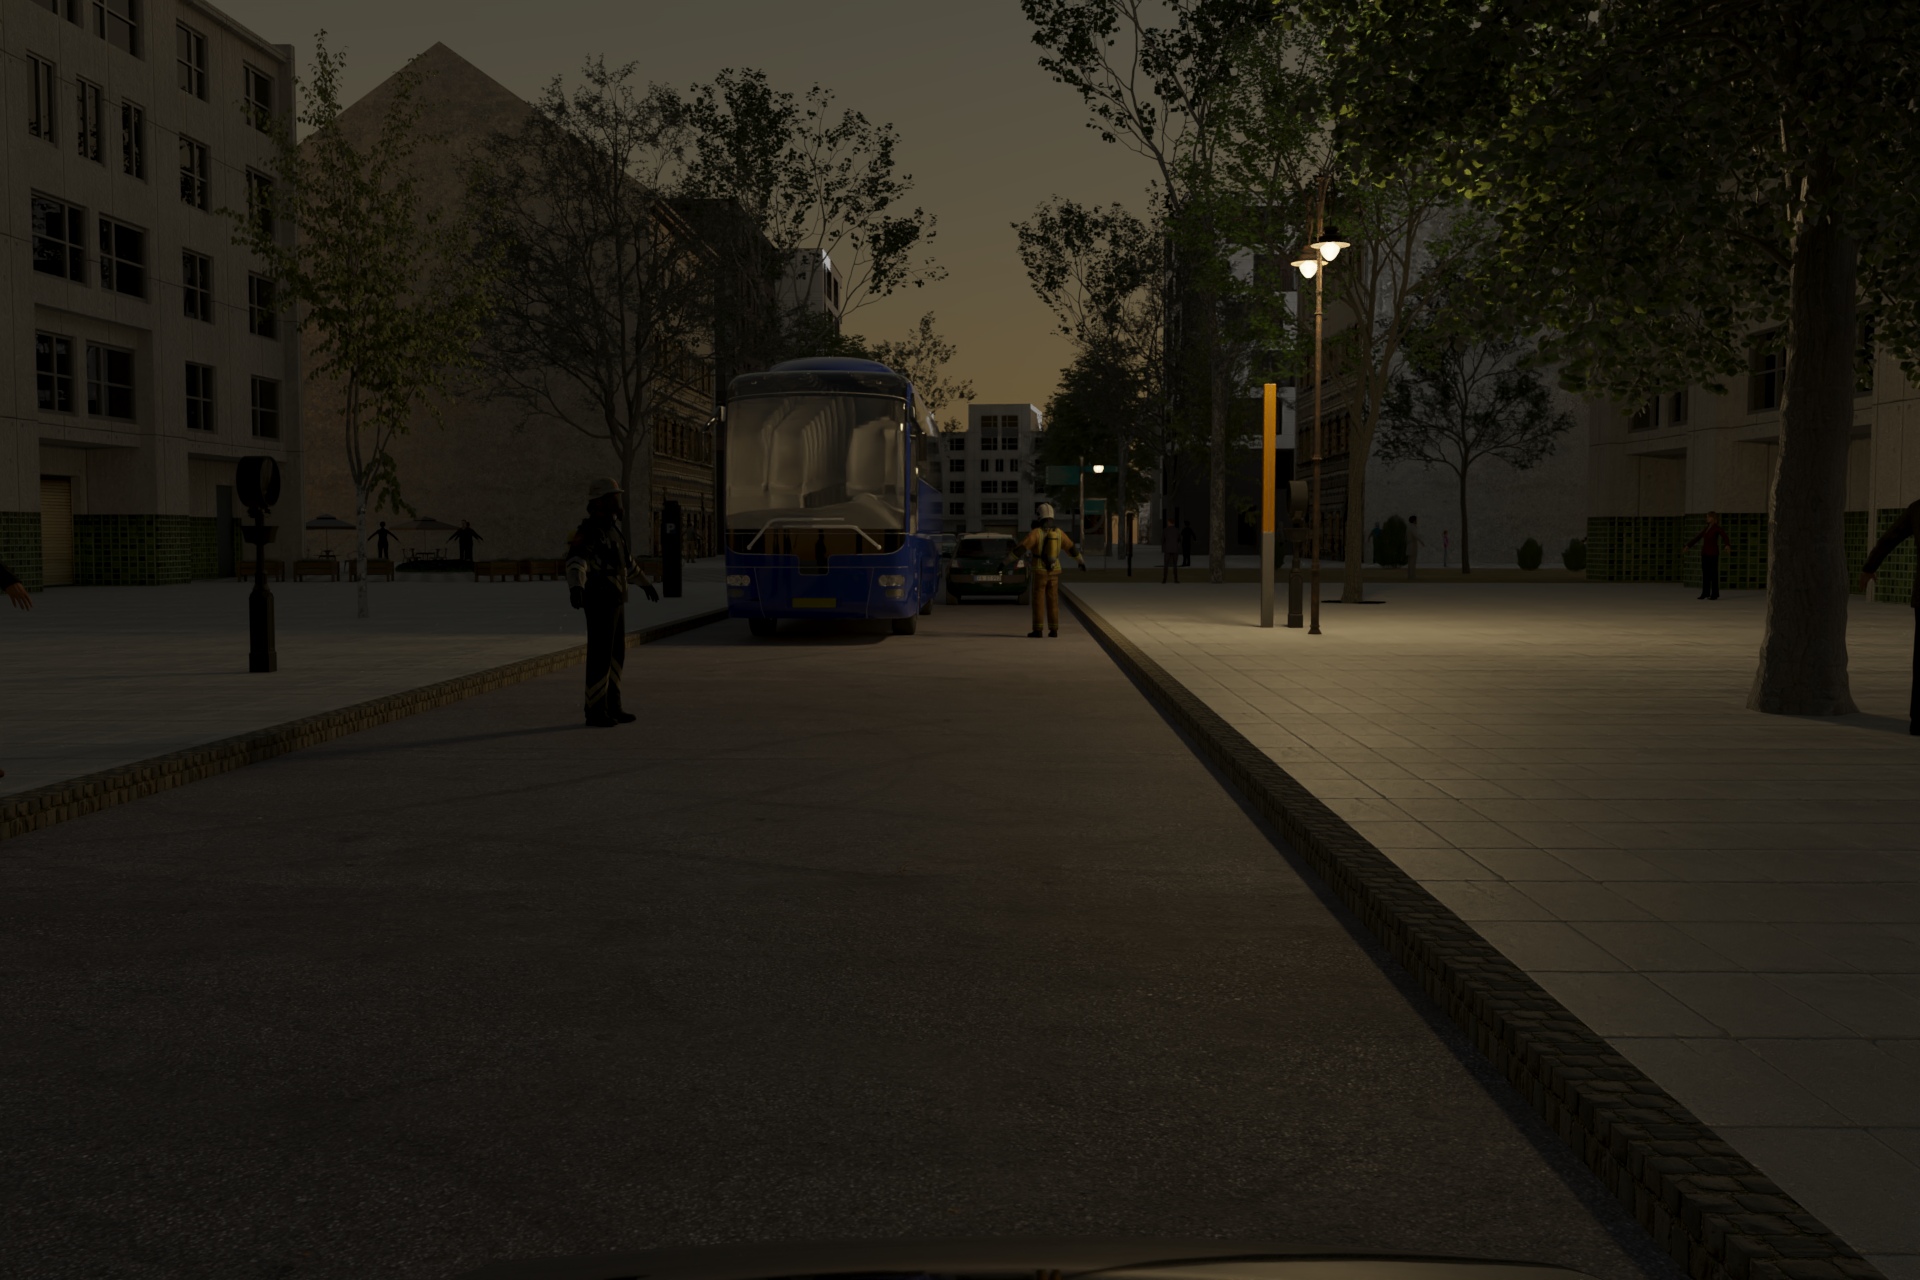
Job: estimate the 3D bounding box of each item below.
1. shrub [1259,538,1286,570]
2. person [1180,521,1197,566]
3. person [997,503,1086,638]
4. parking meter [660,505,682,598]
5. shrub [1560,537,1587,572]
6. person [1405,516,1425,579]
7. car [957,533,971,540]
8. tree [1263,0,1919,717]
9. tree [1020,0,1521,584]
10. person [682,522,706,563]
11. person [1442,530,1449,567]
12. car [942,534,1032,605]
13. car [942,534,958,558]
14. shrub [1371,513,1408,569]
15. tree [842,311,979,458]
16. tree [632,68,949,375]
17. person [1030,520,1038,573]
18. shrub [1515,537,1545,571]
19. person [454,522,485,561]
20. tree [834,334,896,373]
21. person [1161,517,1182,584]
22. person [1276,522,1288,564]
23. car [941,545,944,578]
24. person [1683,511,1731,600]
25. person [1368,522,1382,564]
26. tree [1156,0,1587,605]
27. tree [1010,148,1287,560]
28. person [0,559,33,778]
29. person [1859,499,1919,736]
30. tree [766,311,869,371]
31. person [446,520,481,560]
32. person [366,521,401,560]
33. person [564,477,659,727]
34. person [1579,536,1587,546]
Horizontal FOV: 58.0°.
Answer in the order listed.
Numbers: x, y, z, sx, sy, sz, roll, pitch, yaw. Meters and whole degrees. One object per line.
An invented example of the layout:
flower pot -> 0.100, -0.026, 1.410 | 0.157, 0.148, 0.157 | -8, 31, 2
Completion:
shrub -> 11.031, -3.060, 61.142 | 1.383, 1.207, 1.383 | 0, 3, 0
person -> 8.953, -3.820, 68.637 | 1.347, 1.806, 0.705 | -3, 5, -40
person -> 1.167, -0.964, 23.995 | 1.354, 1.858, 0.705 | -1, 4, -23
parking meter -> -5.843, -1.794, 35.041 | 0.399, 1.863, 0.255 | 0, 4, 1
shrub -> 21.101, -2.948, 59.319 | 1.383, 1.207, 1.383 | 0, 3, 0
person -> 12.884, -2.630, 49.191 | 0.705, 1.806, 1.347 | 0, 4, -4
car -> 0.497, -8.162, 142.481 | 2.155, 1.783, 4.494 | 0, 4, 1
tree -> 6.158, -6.456, 12.212 | 9.857, 13.997, 8.962 | 0, 3, 0
tree -> 7.743, -11.468, 43.386 | 12.611, 20.169, 13.585 | 0, 3, 0
person -> -11.901, -4.297, 76.528 | 1.348, 1.796, 0.705 | 1, 4, 16
person -> 19.087, -3.581, 67.809 | 0.599, 1.433, 0.991 | 1, 4, 18
car -> 0.603, -1.618, 36.234 | 2.009, 1.686, 4.222 | 0, 4, 2
car -> -0.888, -4.844, 90.998 | 2.131, 1.459, 4.920 | 0, 4, 2
shrub -> 16.119, -3.685, 64.295 | 1.661, 2.075, 1.752 | 0, 3, 0
tree -> -4.807, -17.864, 147.965 | 12.611, 20.169, 13.585 | 0, 3, 0
tree -> -6.847, -13.042, 69.119 | 12.611, 20.169, 13.585 | 0, 3, 0
person -> 2.224, -2.514, 49.710 | 0.704, 1.843, 1.345 | 1, 4, 22
shrub -> 20.060, -3.048, 60.950 | 1.383, 1.207, 1.383 | 0, 3, 0
person -> -21.082, -4.164, 74.313 | 1.346, 1.802, 0.704 | 0, 4, 1
tree -> -6.436, -11.009, 98.129 | 7.486, 12.596, 7.792 | 0, 3, 0
person -> 5.478, -2.318, 44.866 | 0.541, 1.710, 0.530 | 1, 4, 13
person -> 13.809, -4.180, 74.477 | 0.705, 1.813, 1.348 | 0, 4, -4
car -> -1.476, -2.825, 54.993 | 1.959, 1.807, 4.718 | 0, 4, 1
person -> 14.560, -1.647, 33.739 | 0.721, 1.729, 1.215 | -1, 4, -18
person -> 17.924, -4.168, 74.281 | 0.704, 1.817, 1.347 | -2, 4, -30
tree -> 7.445, -6.481, 31.727 | 9.928, 11.665, 9.643 | 0, 3, 0
tree -> 9.164, -14.038, 85.408 | 12.611, 20.169, 13.585 | 0, 3, 0
person -> -5.265, -0.183, 9.055 | 1.348, 1.821, 0.705 | 3, 4, 38
person -> 6.245, -0.291, 10.938 | 0.705, 1.807, 1.348 | -2, 4, -26
tree -> -7.412, -10.375, 87.754 | 7.486, 12.596, 7.792 | 0, 3, 0
person -> -18.315, -3.536, 63.949 | 1.346, 1.812, 0.704 | 0, 4, 7
person -> -20.773, -3.403, 62.361 | 1.216, 1.740, 0.721 | -1, 4, -18
person -> -2.643, -0.292, 13.009 | 0.705, 1.856, 1.354 | 1, 4, 14
person -> 19.976, -2.930, 53.841 | 1.347, 1.837, 0.705 | 2, 4, 24
